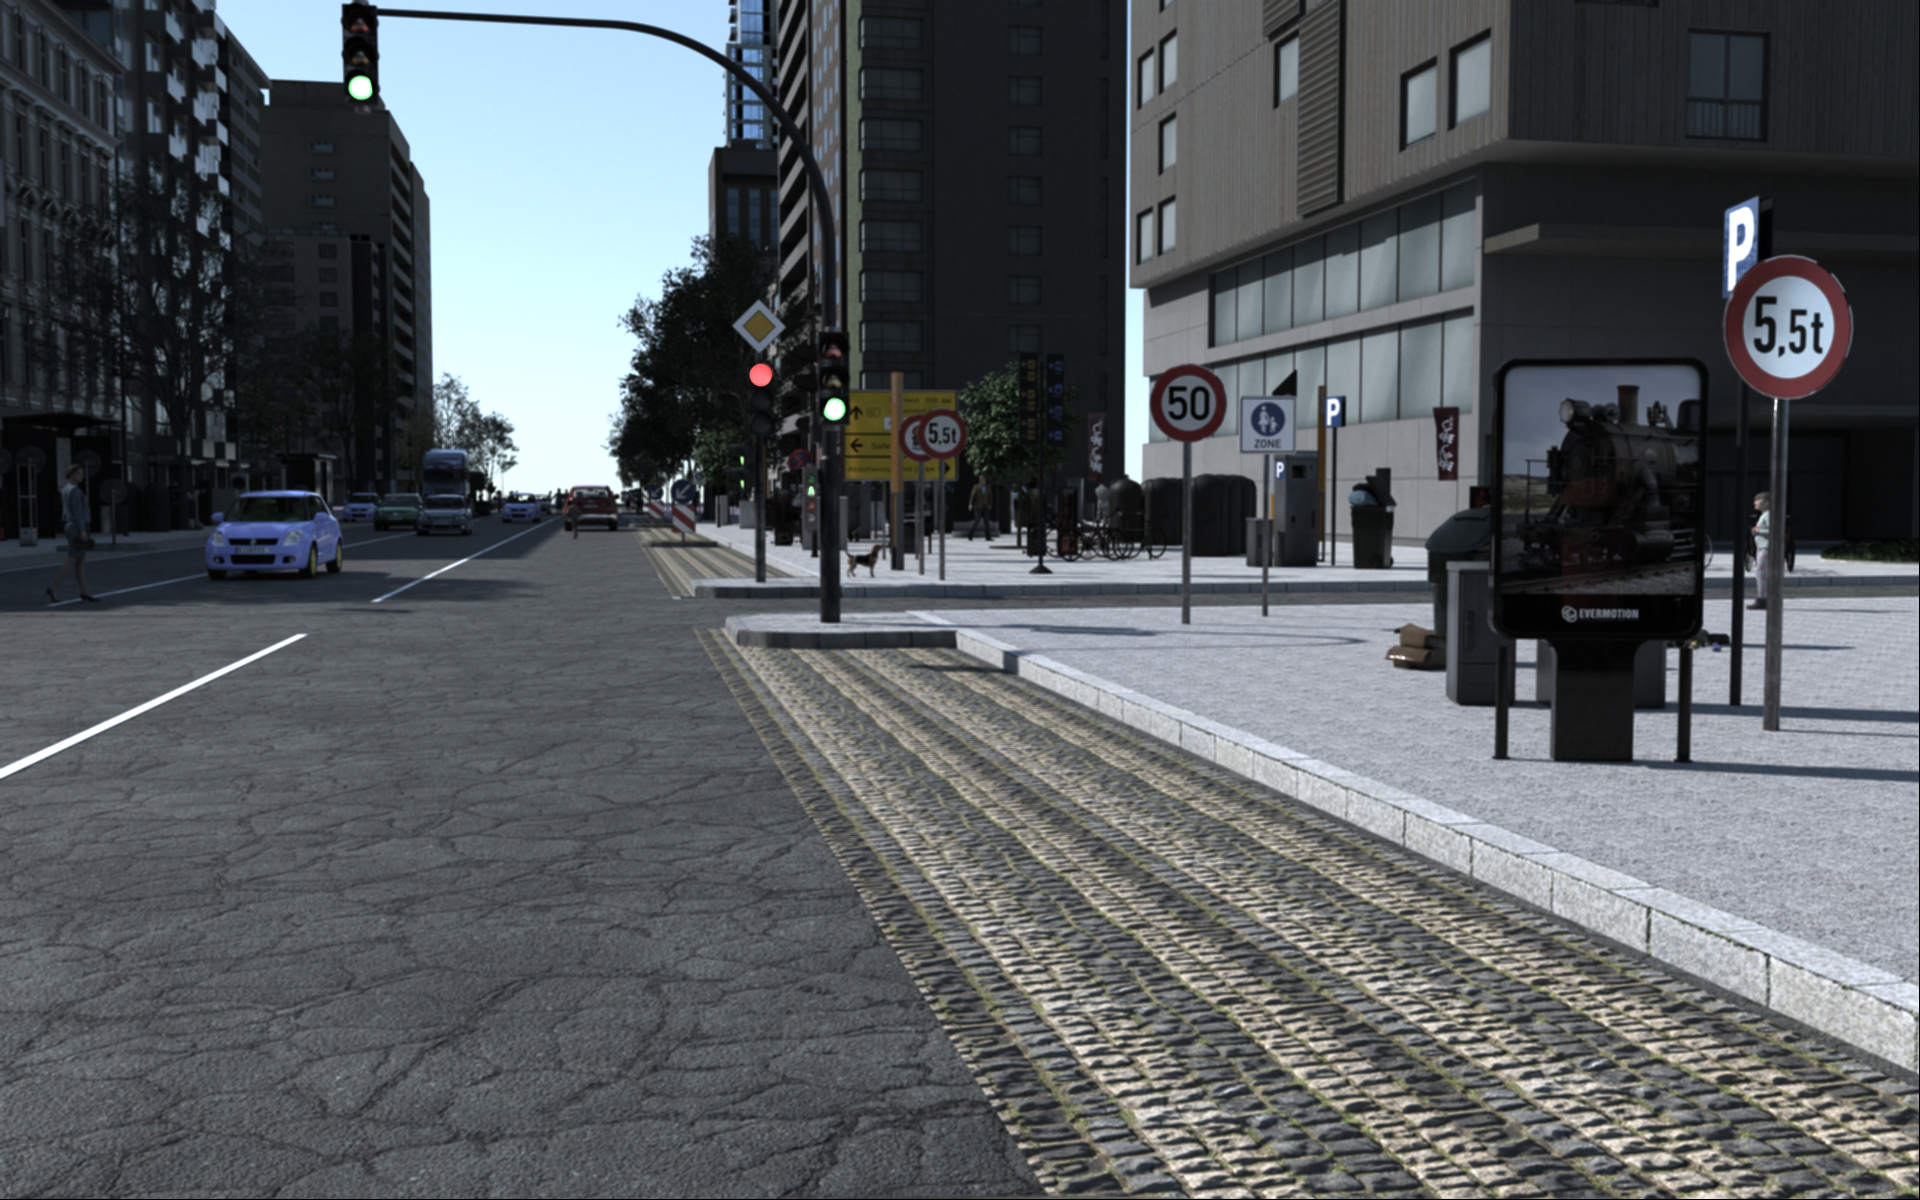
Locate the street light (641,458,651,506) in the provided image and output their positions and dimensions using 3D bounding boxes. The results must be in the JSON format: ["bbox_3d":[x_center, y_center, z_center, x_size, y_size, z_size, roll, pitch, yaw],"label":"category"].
[{"bbox_3d":[-34.908,-13.452,192.735,0.468,5.910,1.993,-1,4,-11],"label":"street light"}]

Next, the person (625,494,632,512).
[{"bbox_3d":[-23.969,-6.946,125.258,0.799,1.438,0.628,3,4,38],"label":"person"}]

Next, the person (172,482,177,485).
[{"bbox_3d":[-33.471,-4.132,73.995,0.834,1.777,0.661,-2,4,-32],"label":"person"}]

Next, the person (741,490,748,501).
[{"bbox_3d":[-20.172,-9.544,162.099,1.348,1.822,0.705,3,5,41],"label":"person"}]

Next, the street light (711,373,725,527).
[{"bbox_3d":[-9.283,-5.732,66.504,0.468,5.910,1.993,-1,4,-11],"label":"street light"}]

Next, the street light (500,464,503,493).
[{"bbox_3d":[-63.633,-16.402,240.957,0.468,5.910,1.993,-1,4,-11],"label":"street light"}]

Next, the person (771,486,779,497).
[{"bbox_3d":[-11.270,-6.132,106.860,0.990,1.755,0.434,1,4,16],"label":"person"}]

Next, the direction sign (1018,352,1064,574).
[{"bbox_3d":[1.306,-2.195,27.893,0.876,3.537,0.379,-2,4,-33],"label":"direction sign"}]

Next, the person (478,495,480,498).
[{"bbox_3d":[-66.545,-14.135,240.345,0.799,1.438,0.628,1,4,22],"label":"person"}]

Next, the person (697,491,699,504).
[{"bbox_3d":[-34.686,-13.666,230.192,0.721,1.736,1.217,-1,4,-15],"label":"person"}]

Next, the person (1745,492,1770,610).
[{"bbox_3d":[8.924,-0.546,19.257,0.394,1.301,0.425,0,4,-5],"label":"person"}]

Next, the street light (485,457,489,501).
[{"bbox_3d":[-57.345,-14.515,210.104,0.468,5.910,1.993,-1,4,-11],"label":"street light"}]

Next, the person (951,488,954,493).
[{"bbox_3d":[0.065,-2.958,54.657,0.529,1.795,0.600,-2,4,-35],"label":"person"}]

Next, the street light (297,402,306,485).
[{"bbox_3d":[-31.621,-6.767,83.424,0.468,5.910,1.993,-1,4,-11],"label":"street light"}]

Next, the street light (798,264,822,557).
[{"bbox_3d":[-2.949,-3.804,34.989,0.468,5.910,1.993,-1,4,-11],"label":"street light"}]

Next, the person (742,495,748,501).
[{"bbox_3d":[-23.307,-11.073,187.634,0.434,1.755,0.990,-3,4,-37],"label":"person"}]

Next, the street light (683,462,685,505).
[{"bbox_3d":[-15.711,-7.678,98.317,0.468,5.910,1.993,-1,4,-11],"label":"street light"}]

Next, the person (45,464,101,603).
[{"bbox_3d":[-11.746,-0.879,22.895,0.654,1.822,0.581,-2,4,-26],"label":"person"}]

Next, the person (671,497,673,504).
[{"bbox_3d":[-35.639,-12.674,214.080,0.721,1.723,1.217,-1,4,-16],"label":"person"}]

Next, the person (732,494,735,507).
[{"bbox_3d":[-22.978,-10.269,174.464,0.617,1.759,0.750,1,4,9],"label":"person"}]

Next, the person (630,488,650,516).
[{"bbox_3d":[-21.088,-6.458,114.097,1.348,1.823,0.705,0,4,-6],"label":"person"}]

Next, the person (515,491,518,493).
[{"bbox_3d":[-41.360,-9.339,161.914,0.721,1.735,1.217,2,4,30],"label":"person"}]

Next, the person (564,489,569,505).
[{"bbox_3d":[-32.191,-8.150,141.769,1.348,1.823,0.705,-1,4,-21],"label":"person"}]

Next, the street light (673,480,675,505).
[{"bbox_3d":[-18.279,-8.425,110.539,0.468,5.910,1.993,-1,4,-11],"label":"street light"}]

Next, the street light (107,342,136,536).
[{"bbox_3d":[-25.454,-4.888,52.704,0.468,5.910,1.993,-1,4,-11],"label":"street light"}]

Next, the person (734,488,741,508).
[{"bbox_3d":[-20.059,-9.188,155.898,0.705,1.869,1.348,-3,4,-38],"label":"person"}]

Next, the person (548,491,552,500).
[{"bbox_3d":[-36.314,-8.810,153.480,0.436,1.711,0.756,1,4,18],"label":"person"}]

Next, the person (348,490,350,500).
[{"bbox_3d":[-59.324,-9.853,167.936,0.742,1.727,0.445,3,5,39],"label":"person"}]

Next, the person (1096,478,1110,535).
[{"bbox_3d":[4.546,-2.968,54.743,0.511,1.800,0.466,2,4,25],"label":"person"}]

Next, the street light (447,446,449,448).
[{"bbox_3d":[-46.875,-11.369,158.673,0.468,5.910,1.993,-1,4,-11],"label":"street light"}]

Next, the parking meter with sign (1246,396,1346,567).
[{"bbox_3d":[5.939,-2.108,30.730,1.738,3.016,0.543,-1,4,-22],"label":"parking meter with sign"}]

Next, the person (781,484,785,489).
[{"bbox_3d":[-10.251,-5.709,99.289,0.836,1.842,0.656,-2,4,-29],"label":"person"}]

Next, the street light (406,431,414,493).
[{"bbox_3d":[-40.615,-9.491,127.971,0.468,5.910,1.993,-1,4,-11],"label":"street light"}]

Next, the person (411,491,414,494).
[{"bbox_3d":[-54.976,-10.109,173.927,0.705,1.807,1.348,3,5,40],"label":"person"}]

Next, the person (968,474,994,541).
[{"bbox_3d":[0.555,-2.543,47.528,0.836,1.842,0.656,3,4,37],"label":"person"}]

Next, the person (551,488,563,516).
[{"bbox_3d":[-26.506,-6.491,114.623,1.348,1.824,0.705,-3,5,-39],"label":"person"}]

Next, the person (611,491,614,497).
[{"bbox_3d":[-34.675,-10.023,173.109,0.721,1.736,1.217,-2,4,-35],"label":"person"}]

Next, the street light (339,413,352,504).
[{"bbox_3d":[-34.396,-7.600,97.040,0.468,5.910,1.993,-1,4,-11],"label":"street light"}]

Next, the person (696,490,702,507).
[{"bbox_3d":[-25.764,-9.961,168.919,1.348,1.822,0.705,1,4,16],"label":"person"}]

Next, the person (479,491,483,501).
[{"bbox_3d":[-45.541,-9.505,164.715,0.445,1.727,0.742,0,4,-7],"label":"person"}]

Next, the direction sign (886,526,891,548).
[{"bbox_3d":[-1.635,-3.005,41.124,0.876,3.537,0.379,1,4,8],"label":"direction sign"}]

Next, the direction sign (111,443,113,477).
[{"bbox_3d":[-38.301,-5.226,77.440,0.876,3.537,0.379,0,4,3],"label":"direction sign"}]

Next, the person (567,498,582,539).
[{"bbox_3d":[-12.391,-2.619,55.595,0.475,1.303,0.640,-2,4,-32],"label":"person"}]

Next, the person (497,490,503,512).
[{"bbox_3d":[-36.040,-7.745,135.833,0.721,1.736,1.217,0,4,2],"label":"person"}]

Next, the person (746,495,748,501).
[{"bbox_3d":[-23.399,-11.057,190.062,0.421,1.427,0.697,-1,4,-12],"label":"person"}]
